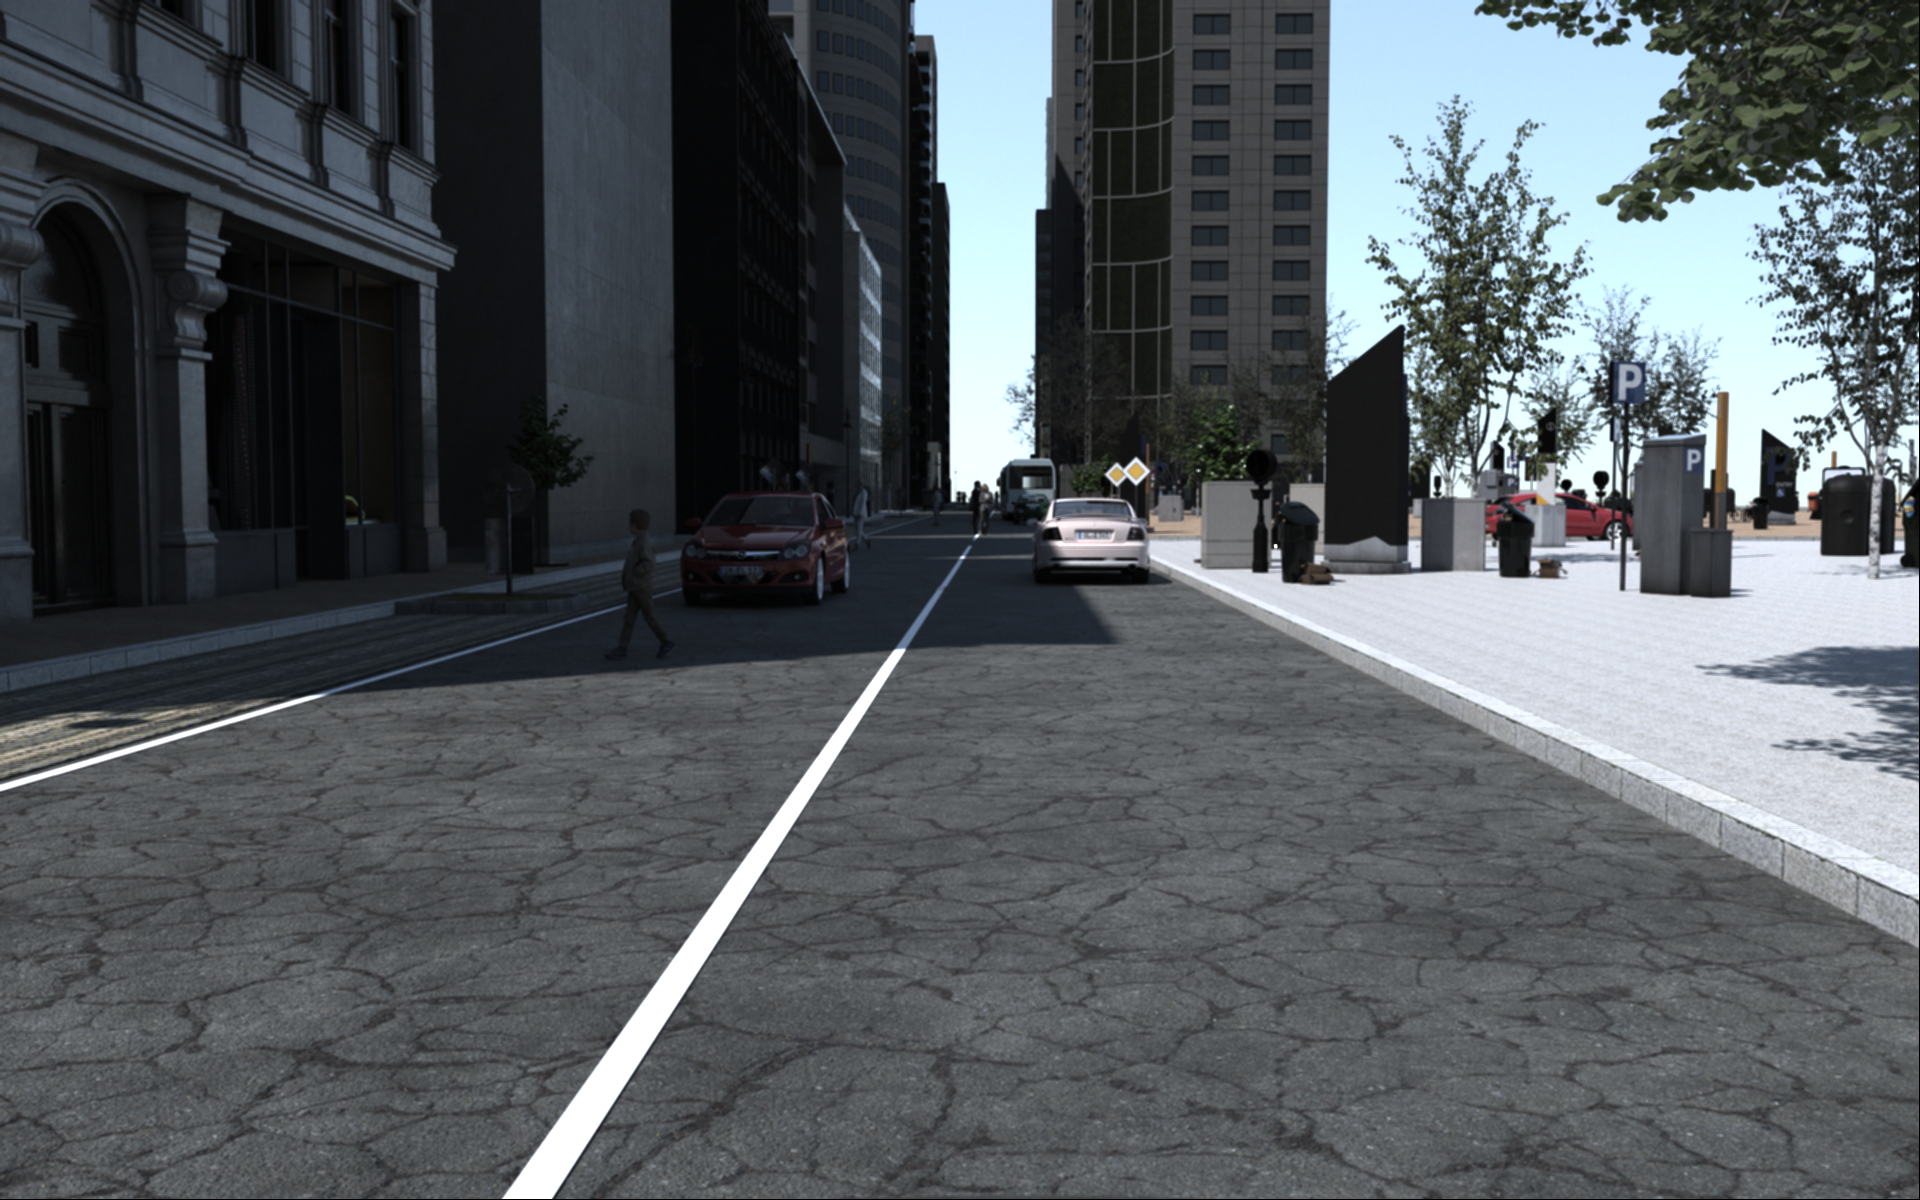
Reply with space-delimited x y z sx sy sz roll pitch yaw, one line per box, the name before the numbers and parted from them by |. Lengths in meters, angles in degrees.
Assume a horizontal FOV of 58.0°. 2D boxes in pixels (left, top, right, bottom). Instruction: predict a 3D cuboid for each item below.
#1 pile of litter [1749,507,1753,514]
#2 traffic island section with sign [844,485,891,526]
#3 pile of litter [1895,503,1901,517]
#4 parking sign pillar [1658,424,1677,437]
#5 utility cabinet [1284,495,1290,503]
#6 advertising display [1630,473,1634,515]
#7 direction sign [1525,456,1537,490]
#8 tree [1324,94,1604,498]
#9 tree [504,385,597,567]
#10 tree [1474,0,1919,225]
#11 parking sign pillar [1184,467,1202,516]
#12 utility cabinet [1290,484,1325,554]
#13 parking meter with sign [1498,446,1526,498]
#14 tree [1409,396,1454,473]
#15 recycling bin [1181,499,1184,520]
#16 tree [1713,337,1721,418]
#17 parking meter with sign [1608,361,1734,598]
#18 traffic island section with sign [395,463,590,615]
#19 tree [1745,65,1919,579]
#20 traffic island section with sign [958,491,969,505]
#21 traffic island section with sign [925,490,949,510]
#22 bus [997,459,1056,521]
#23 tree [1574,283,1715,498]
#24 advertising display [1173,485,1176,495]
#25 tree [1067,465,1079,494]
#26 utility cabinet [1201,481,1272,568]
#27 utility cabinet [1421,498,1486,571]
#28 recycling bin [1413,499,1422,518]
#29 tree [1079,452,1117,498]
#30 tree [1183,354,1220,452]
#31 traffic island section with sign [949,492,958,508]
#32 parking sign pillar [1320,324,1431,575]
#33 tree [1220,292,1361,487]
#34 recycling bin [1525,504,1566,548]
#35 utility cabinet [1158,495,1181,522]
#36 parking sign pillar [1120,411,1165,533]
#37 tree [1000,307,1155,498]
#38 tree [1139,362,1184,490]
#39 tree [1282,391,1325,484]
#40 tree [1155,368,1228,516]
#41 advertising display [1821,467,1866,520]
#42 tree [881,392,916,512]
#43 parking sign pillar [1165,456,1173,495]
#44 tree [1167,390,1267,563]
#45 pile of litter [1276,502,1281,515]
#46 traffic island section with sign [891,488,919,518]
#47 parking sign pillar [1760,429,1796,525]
pile of litter | 48.580 -5.583 105.239 1.719 0.858 1.176 -1 4 -17
traffic island section with sign | -4.222 -4.182 76.997 1.989 1.847 2.006 0 4 1
pile of litter | 51.926 -5.066 96.792 1.176 0.858 1.719 0 4 -1
parking sign pillar | 27.765 -4.866 68.025 1.447 3.967 1.447 0 4 0
utility cabinet | 21.621 -6.225 112.942 1.020 1.237 0.306 -2 4 -26
advertising display | 21.063 -2.951 53.462 0.123 1.923 0.974 -1 4 -19
direction sign | 34.422 -6.868 104.284 0.876 3.537 0.379 -1 4 -9
tree | 9.573 -4.991 31.963 4.737 8.622 4.395 0 3 0
tree | -7.526 -2.212 30.774 1.663 3.219 1.824 0 3 0
tree | 5.460 -5.475 7.649 7.486 12.596 7.792 0 3 0
parking sign pillar | 14.203 -7.073 104.118 1.447 3.967 1.447 0 4 -1
utility cabinet | 7.551 -1.723 36.849 0.318 1.500 1.173 -3 4 -36
parking meter with sign | 20.072 -4.114 63.523 0.543 3.016 1.738 0 4 -8
tree | 33.734 -10.700 125.304 4.360 8.622 3.978 0 3 0
recycling bin | 10.404 -4.388 84.298 0.722 1.027 0.722 -3 4 -36
tree | 31.155 -7.639 75.261 4.360 8.622 3.978 0 3 0
parking meter with sign | 9.102 -1.582 22.125 0.543 3.016 1.738 -1 4 -22
traffic island section with sign | -5.680 -0.781 21.396 1.989 1.847 2.006 0 4 1
tree | 13.911 -4.635 26.139 4.360 8.622 3.978 0 3 0
traffic island section with sign | -0.050 -13.952 236.748 1.989 1.847 2.006 0 4 1
traffic island section with sign | -2.214 -8.878 153.789 1.989 1.847 2.006 0 4 1
bus | 3.643 -6.201 96.251 2.948 3.499 13.247 0 4 0
tree | 23.177 -6.711 60.091 4.360 8.622 3.978 0 3 0
advertising display | 15.464 -7.380 125.871 0.123 1.923 0.974 3 4 37
tree | 7.207 -6.118 94.632 1.663 3.219 1.824 0 3 0
utility cabinet | 4.757 -1.293 29.824 1.173 1.500 0.318 -1 4 -12
utility cabinet | 8.228 -1.085 28.895 1.020 1.237 0.306 1 4 12
recycling bin | 24.796 -4.928 93.135 0.722 1.027 0.722 0 4 1
tree | 6.593 -5.048 77.140 1.663 3.219 1.824 0 3 0
tree | 13.695 -8.293 85.953 4.360 8.622 3.978 0 3 0
traffic island section with sign | -1.506 -10.526 180.735 1.989 1.847 2.006 0 4 1
parking sign pillar | 6.614 -2.426 28.140 1.447 3.967 1.447 3 5 39
tree | 12.578 -6.900 63.171 4.360 8.622 3.978 0 3 0
recycling bin | 14.157 -1.795 41.902 0.722 1.027 0.722 -1 4 -14
utility cabinet | 9.644 -4.185 79.589 1.020 1.237 0.306 0 4 -3
parking sign pillar | 5.709 -4.202 57.179 1.447 3.967 1.447 -1 4 -16
tree | 7.731 -12.494 114.654 12.009 13.543 11.850 0 3 0
tree | 11.638 -8.713 92.825 4.360 8.622 3.978 0 3 0
tree | 24.986 -10.648 124.451 4.737 8.622 4.395 0 3 0
tree | 13.603 -9.189 100.607 4.737 8.622 4.395 0 3 0
advertising display | 21.387 -2.247 41.948 0.123 1.923 0.974 -3 5 -40
tree | -5.307 -10.614 123.903 4.737 8.622 4.395 0 3 0
parking sign pillar | 12.424 -7.174 105.766 1.447 3.967 1.447 -2 4 -31
tree | 4.963 -2.298 32.166 1.663 3.219 1.824 0 3 0
pile of litter | 16.734 -4.808 92.571 1.176 0.858 1.719 -1 4 -22
traffic island section with sign | -3.501 -5.858 104.404 1.989 1.847 2.006 0 4 1
parking sign pillar | 33.695 -5.067 71.320 1.447 3.967 1.447 0 4 -2
